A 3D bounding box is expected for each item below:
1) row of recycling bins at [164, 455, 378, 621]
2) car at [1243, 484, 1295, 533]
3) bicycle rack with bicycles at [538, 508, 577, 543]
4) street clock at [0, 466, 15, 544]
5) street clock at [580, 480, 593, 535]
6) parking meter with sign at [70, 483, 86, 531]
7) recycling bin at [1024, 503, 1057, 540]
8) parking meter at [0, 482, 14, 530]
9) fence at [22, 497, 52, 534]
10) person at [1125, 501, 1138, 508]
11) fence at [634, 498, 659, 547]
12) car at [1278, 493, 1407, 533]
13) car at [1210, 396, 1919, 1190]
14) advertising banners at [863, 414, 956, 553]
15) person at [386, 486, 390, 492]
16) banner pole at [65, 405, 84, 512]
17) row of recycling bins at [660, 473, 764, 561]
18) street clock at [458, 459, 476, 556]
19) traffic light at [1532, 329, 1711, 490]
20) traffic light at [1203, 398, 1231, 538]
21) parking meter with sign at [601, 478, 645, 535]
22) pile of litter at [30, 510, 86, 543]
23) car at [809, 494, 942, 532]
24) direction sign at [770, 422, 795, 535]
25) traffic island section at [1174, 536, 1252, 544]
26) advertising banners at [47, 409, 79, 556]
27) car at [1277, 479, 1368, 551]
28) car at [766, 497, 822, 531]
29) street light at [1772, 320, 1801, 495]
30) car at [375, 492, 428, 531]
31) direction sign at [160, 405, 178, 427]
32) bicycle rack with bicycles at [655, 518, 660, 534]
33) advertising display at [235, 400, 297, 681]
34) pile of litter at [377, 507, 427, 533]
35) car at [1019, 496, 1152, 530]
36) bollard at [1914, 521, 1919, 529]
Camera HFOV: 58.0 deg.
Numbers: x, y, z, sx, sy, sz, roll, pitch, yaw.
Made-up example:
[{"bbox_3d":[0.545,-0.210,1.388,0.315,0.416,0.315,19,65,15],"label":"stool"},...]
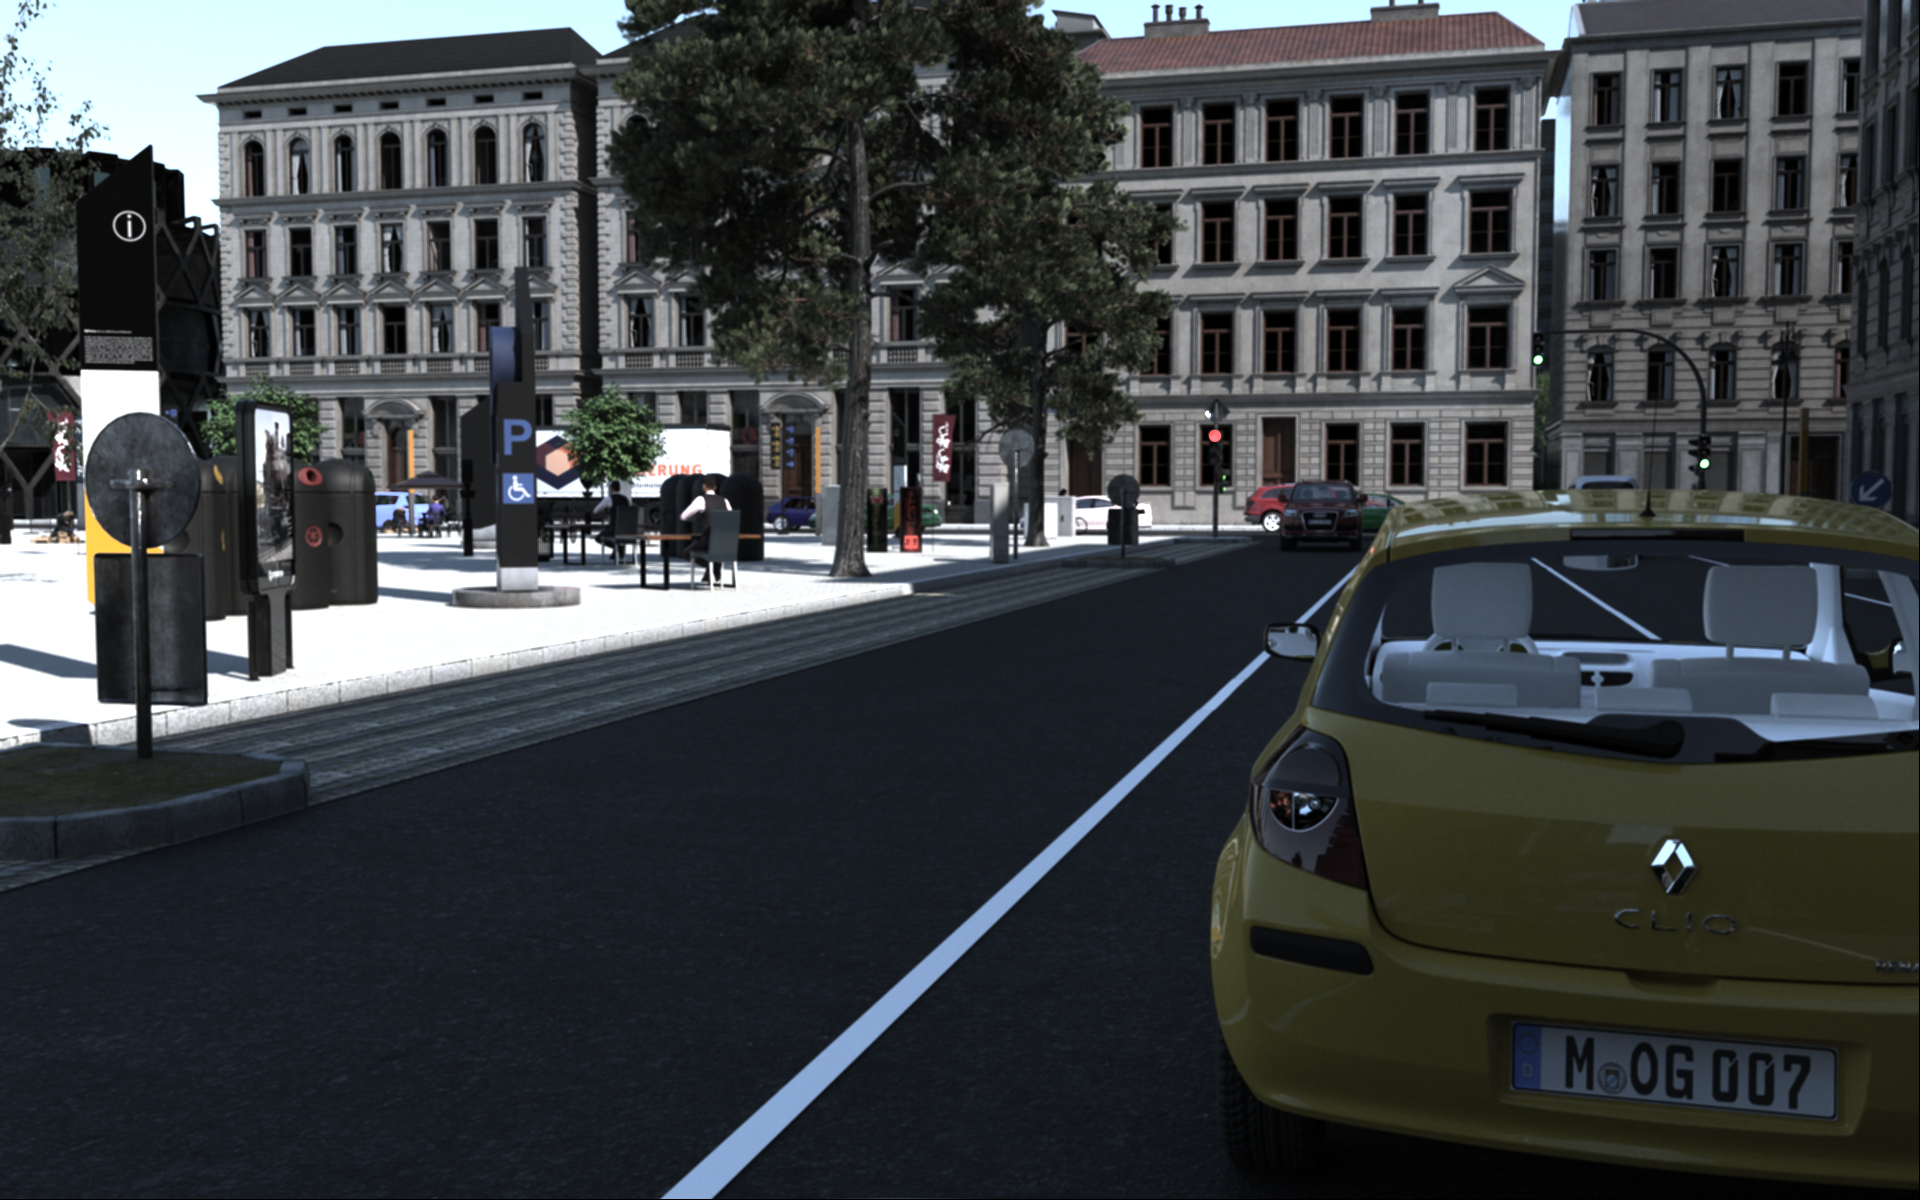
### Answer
[{"bbox_3d":[-7.645,-0.722,18.925,1.069,1.692,3.534,1,4,15],"label":"row of recycling bins"},{"bbox_3d":[13.268,-3.431,64.767,5.304,1.827,2.281,1,4,13],"label":"car"},{"bbox_3d":[-11.442,-1.983,45.811,2.852,0.926,2.925,-1,4,-19],"label":"bicycle rack with bicycles"},{"bbox_3d":[-24.417,-2.427,44.255,0.471,2.002,0.358,0,4,5],"label":"street clock"},{"bbox_3d":[-11.753,-3.065,54.681,0.471,2.002,0.358,-1,4,-13],"label":"street clock"},{"bbox_3d":[-30.504,-3.932,60.547,1.738,3.016,0.543,1,4,20],"label":"parking meter with sign"},{"bbox_3d":[2.291,-2.244,49.243,0.722,1.027,0.722,2,4,34],"label":"recycling bin"},{"bbox_3d":[-33.947,-3.423,61.685,0.255,1.863,0.399,0,4,2],"label":"parking meter"},{"bbox_3d":[-30.113,-2.784,56.718,0.480,1.192,2.264,-1,4,-12],"label":"fence"},{"bbox_3d":[5.638,-3.002,58.295,0.576,1.737,0.504,-3,5,-42],"label":"person"},{"bbox_3d":[-7.977,-1.970,43.407,0.480,1.192,2.264,-1,4,-20],"label":"fence"},{"bbox_3d":[12.590,-2.850,55.399,4.718,1.807,1.959,1,4,15],"label":"car"},{"bbox_3d":[1.792,0.330,4.827,2.015,1.641,3.980,1,4,17],"label":"car"},{"bbox_3d":[-1.106,-2.555,37.957,2.074,3.025,0.090,0,4,7],"label":"advertising banners"},{"bbox_3d":[-24.704,-4.004,74.420,0.568,1.767,0.683,3,5,41],"label":"person"},{"bbox_3d":[-24.825,-3.585,48.628,0.863,3.779,0.401,0,4,6],"label":"banner pole"},{"bbox_3d":[-4.984,-1.669,34.407,1.069,1.692,3.534,-2,4,-34],"label":"row of recycling bins"},{"bbox_3d":[-10.181,-1.911,35.819,0.358,2.002,0.471,-1,4,-15],"label":"street clock"},{"bbox_3d":[18.234,-4.473,47.803,4.771,5.953,1.251,1,4,15],"label":"traffic light"},{"bbox_3d":[7.529,-3.788,50.860,0.839,4.253,0.868,1,4,15],"label":"traffic light"},{"bbox_3d":[-10.469,-3.496,53.428,0.543,3.016,1.738,2,4,30],"label":"parking meter with sign"},{"bbox_3d":[-23.687,-1.928,45.484,1.719,0.858,1.176,3,5,43],"label":"pile of litter"},{"bbox_3d":[-3.110,-3.121,62.823,4.920,1.459,2.131,1,4,15],"label":"car"},{"bbox_3d":[-5.622,-3.850,54.945,0.876,3.537,0.379,-3,4,-38],"label":"direction sign"},{"bbox_3d":[7.493,-1.757,51.005,2.009,0.180,2.903,1,4,15],"label":"traffic island section"},{"bbox_3d":[-17.926,-2.452,36.273,2.074,3.025,0.090,-2,4,-25],"label":"advertising banners"},{"bbox_3d":[9.487,-2.239,45.273,2.281,1.827,5.304,1,4,13],"label":"car"},{"bbox_3d":[-5.489,-3.358,67.484,3.894,1.354,1.945,1,4,13],"label":"car"},{"bbox_3d":[22.026,-4.494,46.266,0.468,5.910,1.993,1,4,15],"label":"street light"},{"bbox_3d":[-21.317,-3.319,63.854,3.694,1.707,1.945,1,4,16],"label":"car"},{"bbox_3d":[-20.242,-3.173,43.879,0.876,3.537,0.379,-3,4,-36],"label":"direction sign"},{"bbox_3d":[-7.072,-2.145,48.459,2.852,0.926,2.925,2,4,25],"label":"bicycle rack with bicycles"},{"bbox_3d":[-4.904,-0.432,12.278,0.123,1.923,0.974,0,4,-6],"label":"advertising display"},{"bbox_3d":[-18.443,-2.653,57.340,1.719,0.858,1.176,-1,4,-21],"label":"pile of litter"},{"bbox_3d":[4.541,-3.090,62.883,4.827,1.381,2.083,1,4,15],"label":"car"},{"bbox_3d":[17.996,-1.099,32.684,0.404,0.777,0.398,0,3,0],"label":"bollard"}]
